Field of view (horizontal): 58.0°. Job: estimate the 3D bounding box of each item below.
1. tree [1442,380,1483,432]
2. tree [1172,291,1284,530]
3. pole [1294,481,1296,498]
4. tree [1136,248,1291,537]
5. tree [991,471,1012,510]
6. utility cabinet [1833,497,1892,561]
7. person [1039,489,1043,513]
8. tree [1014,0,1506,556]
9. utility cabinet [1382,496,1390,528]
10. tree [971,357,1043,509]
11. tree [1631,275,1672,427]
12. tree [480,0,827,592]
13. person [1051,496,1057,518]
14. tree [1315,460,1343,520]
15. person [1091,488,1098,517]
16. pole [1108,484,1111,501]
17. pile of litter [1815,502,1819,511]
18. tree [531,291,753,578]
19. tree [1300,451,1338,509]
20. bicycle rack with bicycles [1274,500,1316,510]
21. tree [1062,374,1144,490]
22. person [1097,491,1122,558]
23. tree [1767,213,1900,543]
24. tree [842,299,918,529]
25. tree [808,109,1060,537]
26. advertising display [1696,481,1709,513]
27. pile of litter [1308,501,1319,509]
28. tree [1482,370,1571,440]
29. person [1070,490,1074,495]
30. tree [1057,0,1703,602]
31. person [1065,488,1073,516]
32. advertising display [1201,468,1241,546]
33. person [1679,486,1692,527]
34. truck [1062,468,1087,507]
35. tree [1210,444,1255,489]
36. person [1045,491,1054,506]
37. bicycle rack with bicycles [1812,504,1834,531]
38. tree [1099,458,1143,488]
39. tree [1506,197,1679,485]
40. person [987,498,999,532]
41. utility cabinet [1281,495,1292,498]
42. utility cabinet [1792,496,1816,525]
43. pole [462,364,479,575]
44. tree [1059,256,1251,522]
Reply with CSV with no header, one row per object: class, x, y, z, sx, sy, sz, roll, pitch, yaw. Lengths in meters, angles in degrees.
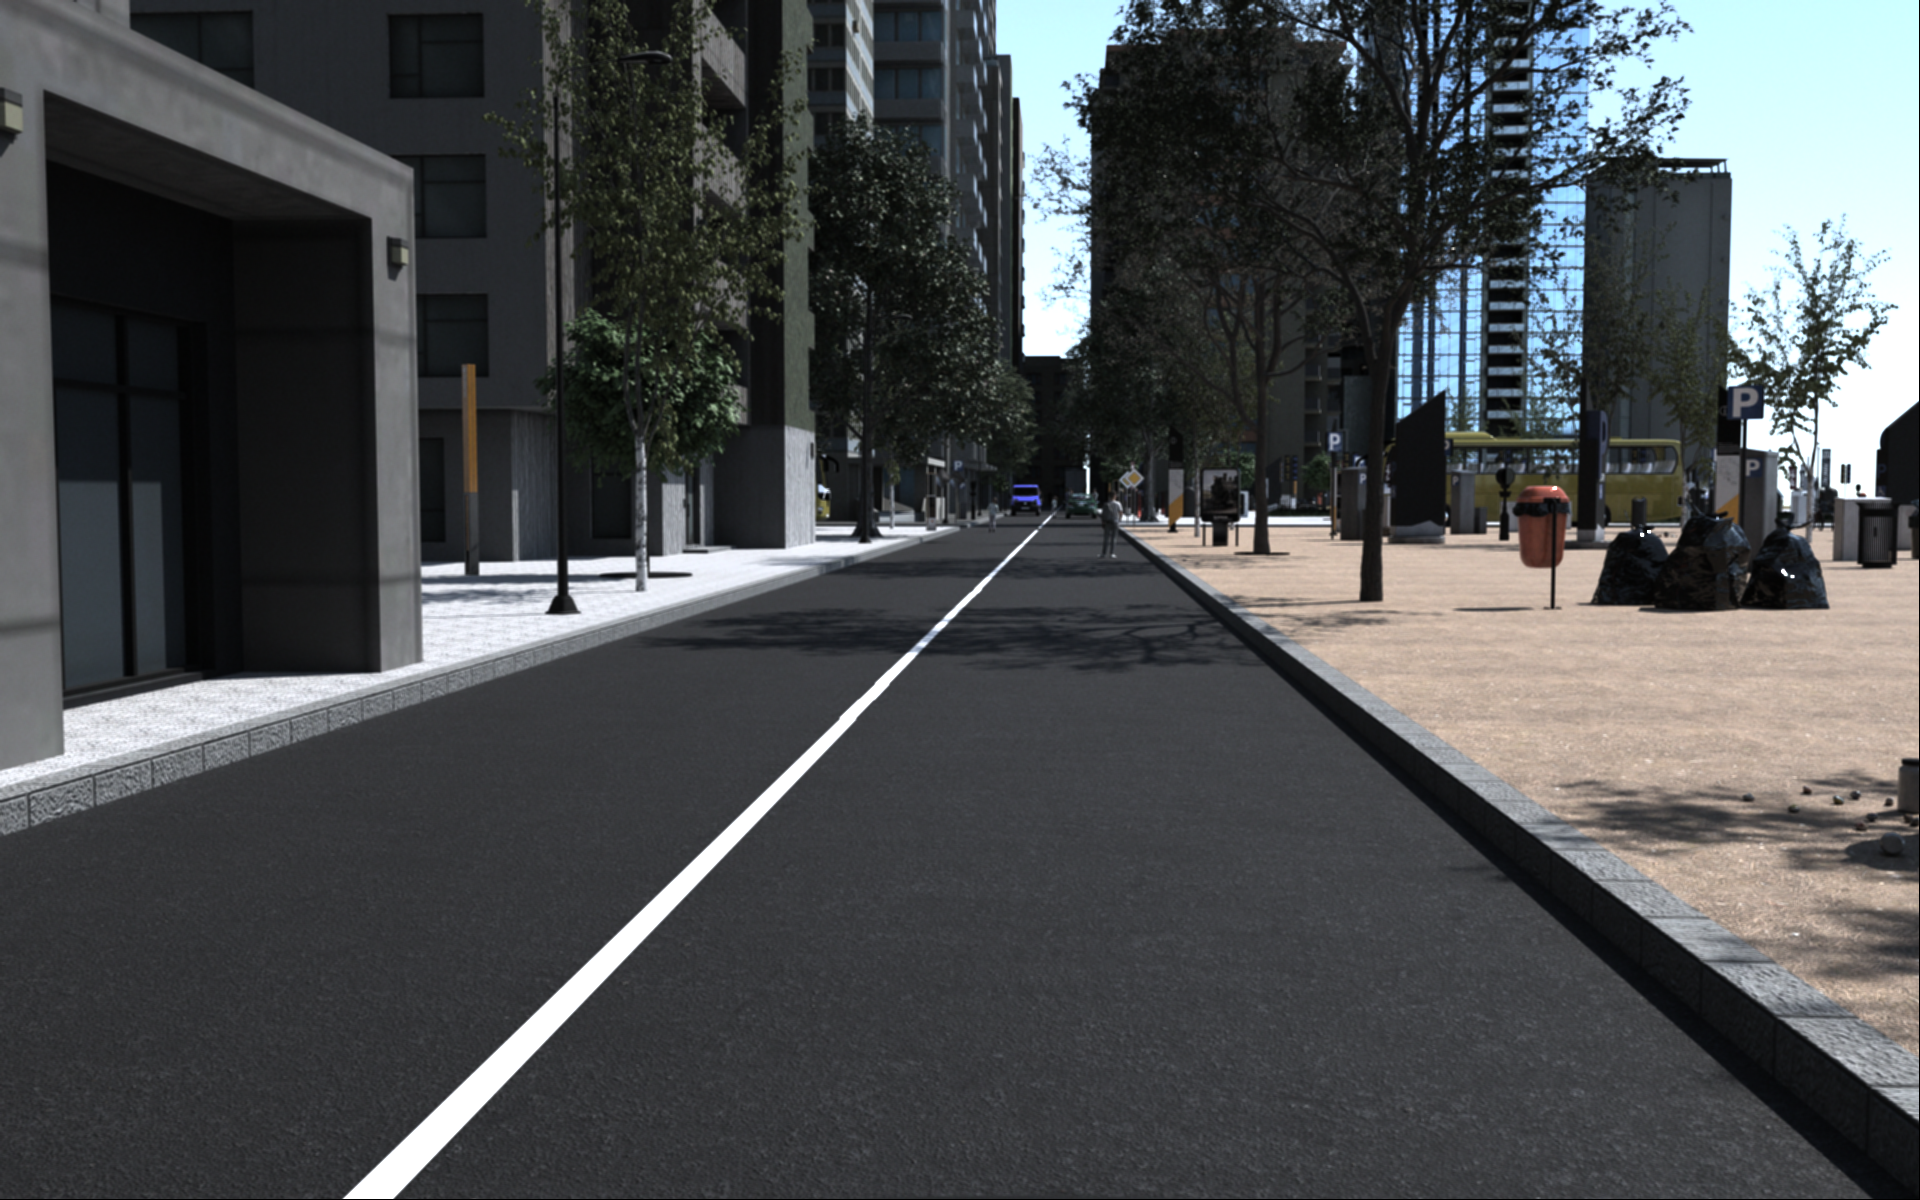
tree,32.359,-9.925,112.633,4.737,8.622,4.395,0,3,0
tree,9.703,-6.824,61.938,4.737,8.622,4.395,0,3,0
pole,25.729,-8.511,132.994,0.158,3.312,0.155,0,3,0
tree,7.278,-6.172,51.270,4.360,8.622,3.978,0,3,0
tree,3.354,-8.807,138.598,1.663,3.219,1.824,0,3,0
utility cabinet,17.405,-1.361,33.414,1.020,1.237,0.306,-1,4,-9
person,6.069,-7.523,131.597,0.616,1.811,0.778,-1,4,-15
tree,6.233,-7.696,36.193,12.009,13.543,11.850,0,3,0
utility cabinet,15.263,-3.053,61.074,1.020,1.237,0.306,-3,4,-39
tree,3.469,-13.810,143.917,7.486,12.596,7.792,0,3,0
tree,24.798,-6.616,58.531,4.737,8.622,4.395,0,3,0
tree,-3.965,-4.421,22.652,4.737,8.622,4.395,0,3,0
person,5.502,-5.449,101.869,0.394,1.301,0.425,2,4,28
tree,18.666,-5.588,85.959,1.663,3.219,1.824,0,3,0
person,8.284,-6.031,107.283,0.511,1.800,0.466,2,4,27
pole,12.484,-9.226,144.695,0.158,3.312,0.155,0,3,0
pile of litter,51.119,-5.515,104.127,1.176,0.858,1.719,3,5,42
tree,-4.947,-2.650,27.042,4.285,4.588,4.351,0,3,0
tree,26.799,-8.783,127.315,4.285,4.588,4.351,0,3,0
bicycle rack with bicycles,19.828,-5.516,103.575,2.852,0.926,2.925,3,5,45
tree,12.111,-13.028,138.767,9.928,11.665,9.643,0,3,0
person,3.372,-1.705,38.980,0.503,1.515,0.523,-2,4,-24
tree,22.117,-5.812,45.387,4.737,8.622,4.395,0,3,0
tree,-2.735,-6.947,63.940,4.737,8.622,4.395,0,3,0
tree,-2.710,-8.251,51.919,9.611,12.733,9.660,0,3,0
advertising display,35.816,-4.790,83.524,0.974,1.923,0.123,-3,4,-37
pile of litter,21.928,-5.700,107.162,1.176,0.858,1.719,-3,4,-37
tree,33.444,-9.176,100.389,4.737,8.622,4.395,0,3,0
person,9.455,-8.384,145.823,0.600,1.795,0.529,-1,4,-10
tree,4.717,-5.247,20.196,8.767,10.594,7.601,2,4,35
person,7.184,-6.435,113.895,0.473,1.802,0.592,-1,4,-11
advertising display,6.439,-2.298,42.792,0.974,1.923,0.123,2,4,27
person,29.445,-3.742,70.228,0.362,1.759,0.519,-2,4,-28
truck,12.871,-12.539,193.926,2.839,4.237,11.283,0,4,3
tree,17.830,-7.871,112.406,4.285,4.588,4.351,0,3,0
person,11.083,-12.570,214.152,1.348,1.807,0.705,-1,4,-9
bicycle rack with bicycles,30.929,-2.853,60.036,2.852,0.926,2.925,1,4,17
tree,10.982,-7.991,114.373,4.285,4.588,4.351,0,3,0
tree,16.144,-5.716,43.822,4.360,8.622,3.978,0,3,0
person,1.214,-3.186,64.865,0.425,1.301,0.394,-1,4,-15
utility cabinet,24.505,-7.310,130.680,1.020,1.237,0.306,0,4,6
utility cabinet,35.489,-3.774,72.870,1.020,1.237,0.306,-1,4,-23
pole,-7.719,-2.046,27.297,0.158,3.312,0.155,0,3,0
tree,8.791,-10.003,80.550,9.611,12.733,9.660,0,3,0
